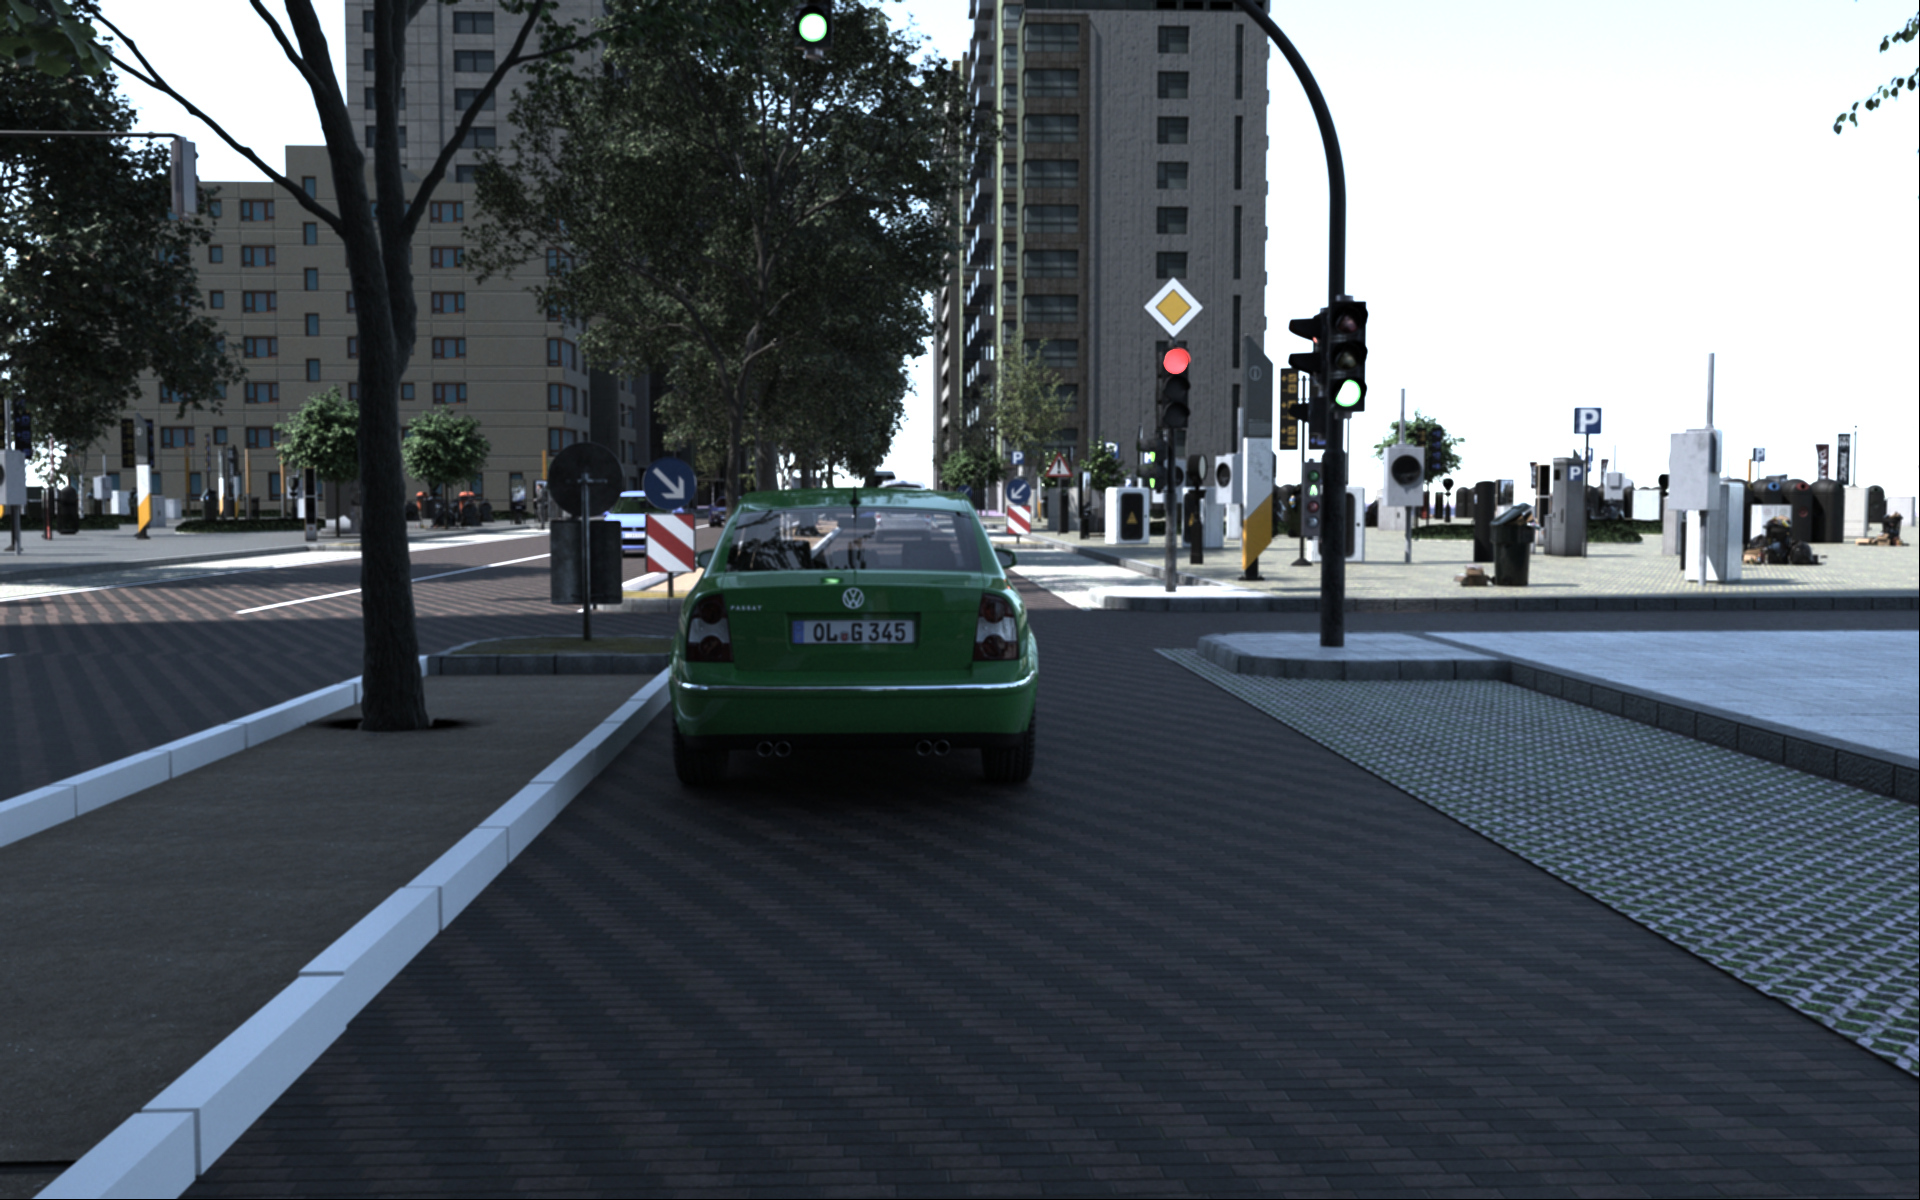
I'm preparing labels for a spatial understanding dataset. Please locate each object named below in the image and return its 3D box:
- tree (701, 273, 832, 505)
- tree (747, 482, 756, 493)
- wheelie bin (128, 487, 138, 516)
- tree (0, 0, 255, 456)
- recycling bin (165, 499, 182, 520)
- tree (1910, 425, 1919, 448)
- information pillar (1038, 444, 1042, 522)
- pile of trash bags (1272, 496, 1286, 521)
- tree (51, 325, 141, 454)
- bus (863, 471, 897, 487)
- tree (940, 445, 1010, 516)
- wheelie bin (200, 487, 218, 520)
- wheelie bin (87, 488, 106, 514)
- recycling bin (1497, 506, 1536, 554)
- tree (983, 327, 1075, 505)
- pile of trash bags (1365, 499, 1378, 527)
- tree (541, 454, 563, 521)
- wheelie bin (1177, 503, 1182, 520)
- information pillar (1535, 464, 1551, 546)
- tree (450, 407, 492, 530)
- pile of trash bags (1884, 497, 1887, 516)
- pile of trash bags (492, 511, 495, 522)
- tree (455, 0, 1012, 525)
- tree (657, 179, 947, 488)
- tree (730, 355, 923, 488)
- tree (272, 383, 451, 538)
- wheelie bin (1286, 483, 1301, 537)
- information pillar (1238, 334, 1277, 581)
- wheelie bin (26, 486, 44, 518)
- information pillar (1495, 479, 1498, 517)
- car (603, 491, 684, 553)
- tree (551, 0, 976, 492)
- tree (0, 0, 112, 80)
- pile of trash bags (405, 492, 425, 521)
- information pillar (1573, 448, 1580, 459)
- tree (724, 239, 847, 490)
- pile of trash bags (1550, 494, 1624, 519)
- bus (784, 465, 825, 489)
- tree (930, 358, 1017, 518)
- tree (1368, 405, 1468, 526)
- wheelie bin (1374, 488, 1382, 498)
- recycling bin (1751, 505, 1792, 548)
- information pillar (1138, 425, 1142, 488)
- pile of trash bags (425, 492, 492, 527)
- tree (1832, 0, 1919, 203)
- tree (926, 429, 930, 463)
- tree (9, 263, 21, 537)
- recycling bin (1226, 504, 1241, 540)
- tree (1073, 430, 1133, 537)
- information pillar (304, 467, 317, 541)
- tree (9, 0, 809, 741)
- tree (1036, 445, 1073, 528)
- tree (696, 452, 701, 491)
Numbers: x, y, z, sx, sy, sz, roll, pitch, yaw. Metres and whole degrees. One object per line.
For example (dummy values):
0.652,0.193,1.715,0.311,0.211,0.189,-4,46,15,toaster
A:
-4.977,-5.954,50.168,4.737,8.622,4.395,0,3,0,tree
-26.094,-13.488,215.127,1.663,3.219,1.824,0,3,0,tree
-38.728,-4.508,81.608,0.980,1.594,0.693,2,4,25,wheelie bin
-16.936,-6.845,28.932,9.611,12.733,9.660,0,3,0,tree
-39.792,-4.578,87.409,0.722,1.027,0.722,0,4,3,recycling bin
26.972,-3.789,45.666,4.285,4.588,4.351,0,3,0,tree
3.715,-5.485,81.031,0.183,3.616,0.504,0,4,-4,information pillar
11.338,-3.195,61.992,3.447,1.369,1.912,2,4,28,pile of trash bags
-33.480,-7.067,65.903,4.360,8.622,3.978,0,3,0,tree
-6.528,-8.982,141.720,2.948,3.499,13.247,0,4,-3,bus
1.143,-7.150,100.618,4.285,4.588,4.351,0,3,0,tree
-34.533,-4.390,79.692,0.693,1.594,0.980,-3,4,-37,wheelie bin
-45.118,-5.050,90.471,0.693,1.594,0.980,2,4,32,wheelie bin
11.951,-1.508,37.216,0.722,1.027,0.722,1,4,10,recycling bin
2.983,-7.687,76.046,4.737,8.622,4.395,0,3,0,tree
15.855,-3.597,68.570,1.912,1.369,3.447,0,4,7,pile of trash bags
-19.458,-5.468,83.997,1.663,3.219,1.824,0,3,0,tree
9.800,-4.255,77.476,0.980,1.594,0.693,-1,4,-18,wheelie bin
14.334,-2.332,42.622,0.304,2.012,0.304,0,4,3,information pillar
-18.309,-4.764,61.606,4.285,4.588,4.351,0,3,0,tree
43.849,-4.490,83.166,1.912,1.369,3.447,2,4,32,pile of trash bags
-22.403,-4.262,79.441,1.912,1.369,3.447,-1,4,-18,pile of trash bags
-3.572,-5.460,26.138,8.767,10.594,7.601,0,4,-3,tree
-5.272,-8.544,59.158,9.611,12.733,9.660,0,3,0,tree
-6.939,-10.348,82.010,12.009,13.543,11.850,0,3,0,tree
-18.201,-4.098,50.716,4.285,4.588,4.351,0,3,0,tree
10.131,-2.661,51.420,0.693,1.594,0.980,2,4,31,wheelie bin
4.398,-2.096,25.622,0.504,3.616,0.183,-2,4,-27,information pillar
-36.581,-3.702,68.437,0.980,1.594,0.693,-2,4,-29,wheelie bin
26.046,-4.849,83.767,0.304,2.012,0.304,0,4,-1,information pillar
-7.412,-1.895,40.572,1.945,1.707,3.694,0,4,-4,car
-4.033,-7.781,36.325,9.857,13.997,8.962,0,3,0,tree
-2.716,-4.952,1.545,7.486,12.596,7.792,0,3,0,tree
-26.536,-4.452,82.549,1.912,1.369,3.447,1,4,20,pile of trash bags
31.349,-5.923,88.195,0.504,3.616,0.183,-2,4,-34,information pillar
-4.490,-5.576,43.979,4.360,8.622,3.978,0,3,0,tree
22.195,-3.202,62.102,1.912,1.369,3.447,-3,5,-40,pile of trash bags
-11.625,-8.495,130.447,2.896,3.916,12.252,0,4,-4,bus
1.200,-8.725,93.012,4.360,8.622,3.978,0,3,0,tree
16.614,-4.857,63.133,4.285,4.588,4.351,0,3,0,tree
22.334,-5.112,91.488,0.693,1.594,0.980,-2,4,-28,wheelie bin
18.982,-1.711,40.533,0.722,1.027,0.722,1,4,10,recycling bin
6.045,-4.091,58.247,0.183,3.616,0.504,1,4,11,information pillar
-20.011,-3.637,69.215,1.912,1.369,3.447,-1,4,-8,pile of trash bags
6.475,-3.663,10.250,4.360,8.622,3.978,0,3,0,tree
-1.613,-14.147,181.668,4.360,8.622,3.978,0,3,0,tree
-28.090,-6.200,51.735,4.737,8.622,4.395,0,3,0,tree
7.844,-2.197,48.477,0.722,1.027,0.722,1,4,13,recycling bin
4.386,-3.526,52.257,1.663,3.219,1.824,0,3,0,tree
-17.707,-2.613,47.212,0.304,2.012,0.304,-1,4,-21,information pillar
-3.567,-5.023,10.333,9.928,11.665,9.643,0,3,0,tree
3.557,-4.388,66.353,1.663,3.219,1.824,0,3,0,tree
-24.754,-13.596,172.656,4.737,8.622,4.395,0,3,0,tree
